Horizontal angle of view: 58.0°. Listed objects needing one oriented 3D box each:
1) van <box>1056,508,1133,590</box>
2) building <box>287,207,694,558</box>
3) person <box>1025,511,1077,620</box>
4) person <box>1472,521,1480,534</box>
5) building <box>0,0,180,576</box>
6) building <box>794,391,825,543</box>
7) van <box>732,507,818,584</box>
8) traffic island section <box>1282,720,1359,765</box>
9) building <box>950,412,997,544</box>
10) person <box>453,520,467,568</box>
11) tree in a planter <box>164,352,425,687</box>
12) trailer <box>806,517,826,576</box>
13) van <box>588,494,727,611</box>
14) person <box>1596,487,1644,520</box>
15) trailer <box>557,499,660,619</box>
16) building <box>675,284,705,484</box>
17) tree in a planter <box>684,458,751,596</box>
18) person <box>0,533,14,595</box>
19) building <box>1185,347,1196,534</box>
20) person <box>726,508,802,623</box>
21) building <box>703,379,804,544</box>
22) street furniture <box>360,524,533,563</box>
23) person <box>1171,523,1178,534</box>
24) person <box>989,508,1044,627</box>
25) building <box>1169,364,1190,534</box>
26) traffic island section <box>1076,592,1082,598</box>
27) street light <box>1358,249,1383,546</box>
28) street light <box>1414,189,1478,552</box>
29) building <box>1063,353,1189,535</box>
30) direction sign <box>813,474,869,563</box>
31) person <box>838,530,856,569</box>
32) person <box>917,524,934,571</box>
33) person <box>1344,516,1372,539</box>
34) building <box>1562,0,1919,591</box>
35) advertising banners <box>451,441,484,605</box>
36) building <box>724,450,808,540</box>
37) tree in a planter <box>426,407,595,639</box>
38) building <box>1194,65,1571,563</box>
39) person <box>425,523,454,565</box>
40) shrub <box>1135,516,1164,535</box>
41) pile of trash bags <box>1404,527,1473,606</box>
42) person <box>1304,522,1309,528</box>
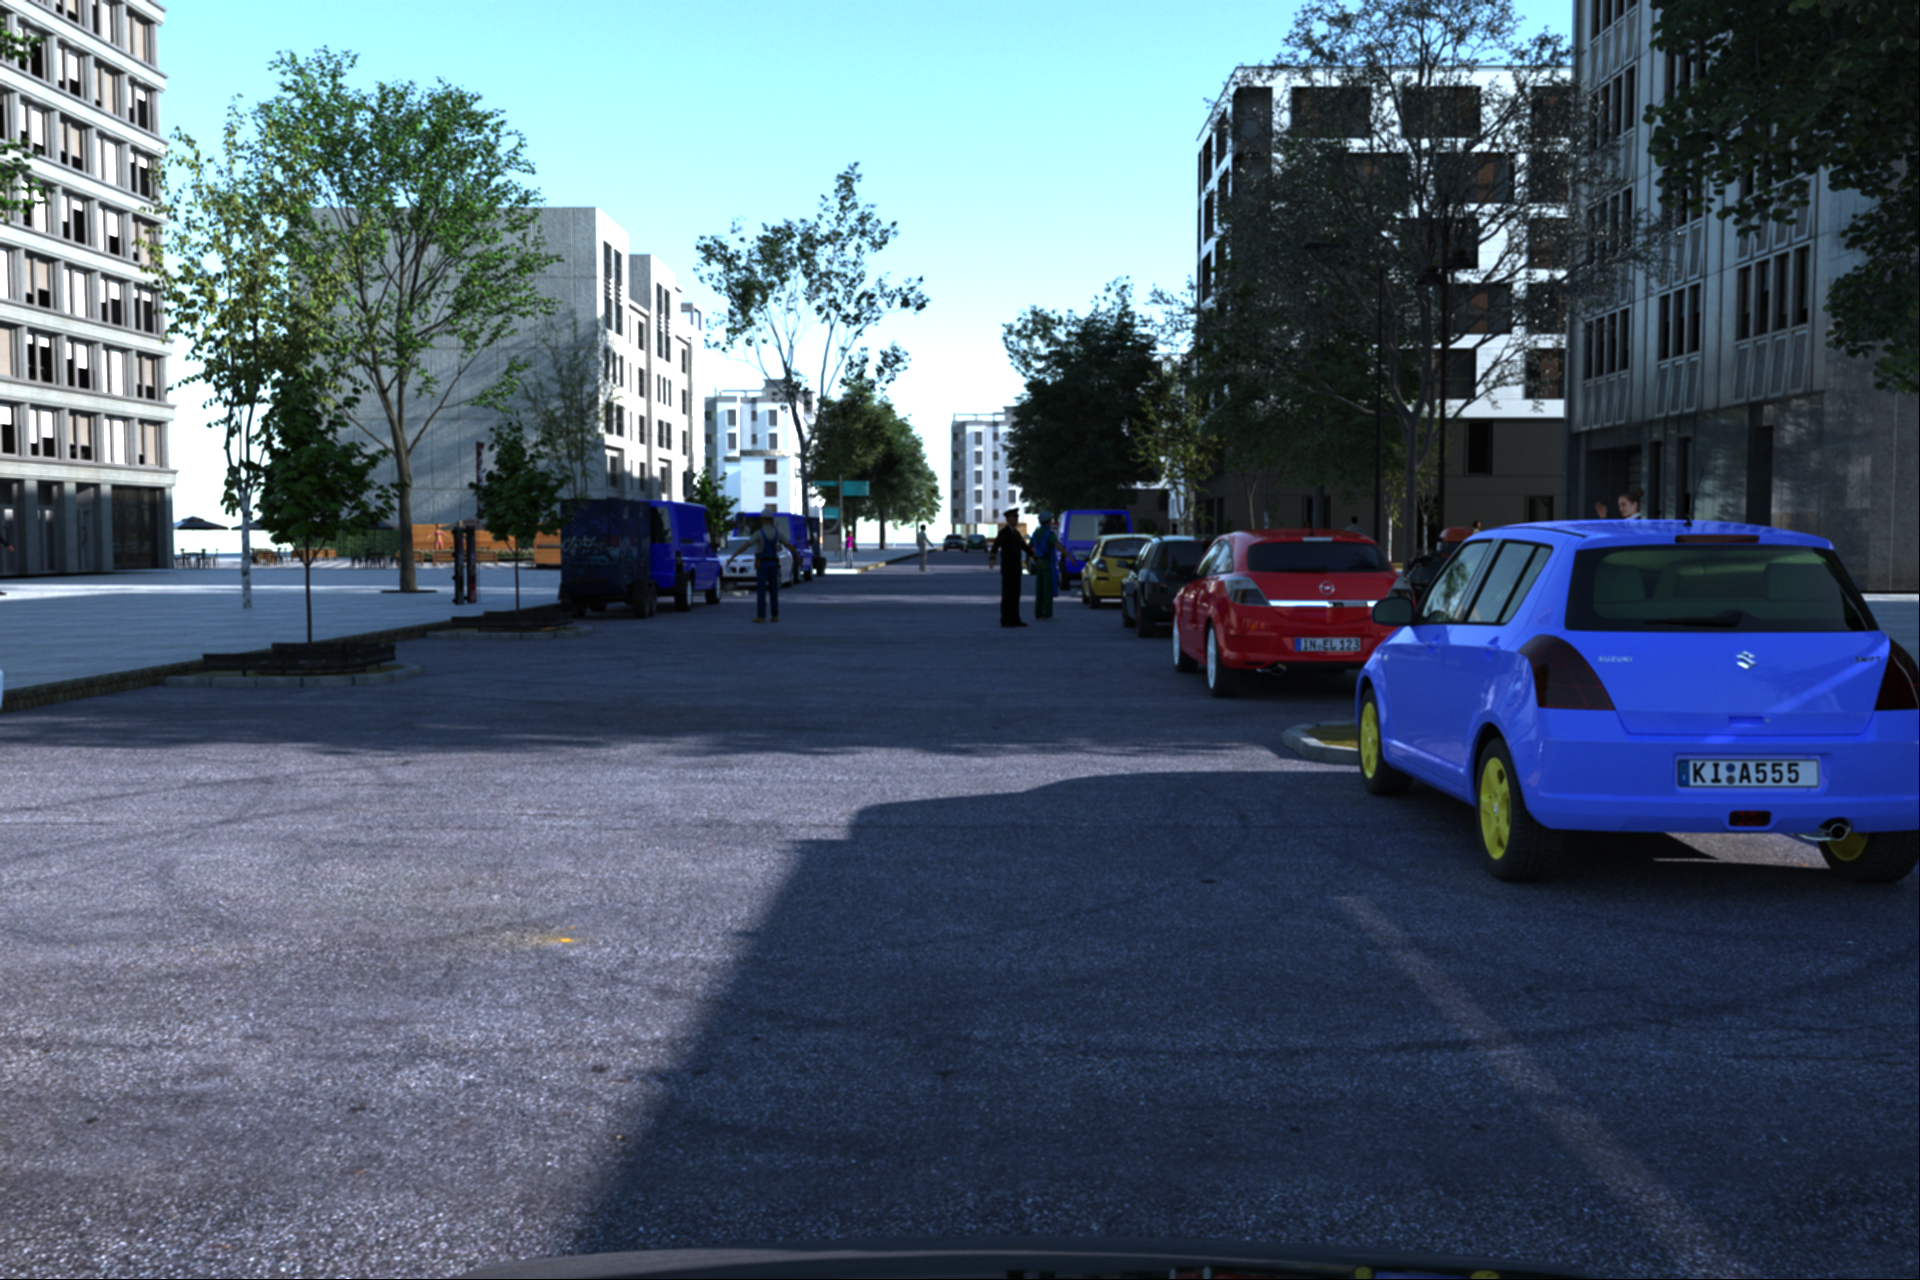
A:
[{"bbox_3d":[3.526,-2.552,46.108,2.240,2.365,5.245,0,4,1],"label":"van"},{"bbox_3d":[-27.817,-14.876,109.679,16.747,18.905,31.486,0,4,1],"label":"building"},{"bbox_3d":[1.449,-1.239,28.842,0.704,1.817,1.347,-2,4,-34],"label":"person"},{"bbox_3d":[17.990,-3.260,60.053,0.721,1.744,1.215,2,4,33],"label":"person"},{"bbox_3d":[-30.909,-12.476,50.651,8.464,21.280,15.925,0,4,1],"label":"building"},{"bbox_3d":[-24.139,-22.802,229.237,16.016,20.090,11.380,0,4,1],"label":"building"},{"bbox_3d":[-5.489,-2.873,51.352,2.240,2.365,5.245,0,4,1],"label":"van"},{"bbox_3d":[3.206,0.693,11.538,1.991,0.108,1.994,0,4,0],"label":"traffic island section"},{"bbox_3d":[-1.164,-24.510,259.609,11.380,20.090,16.016,0,4,5],"label":"building"},{"bbox_3d":[-18.896,-3.635,65.553,0.705,1.813,1.348,-3,5,-39],"label":"person"},{"bbox_3d":[-6.466,-1.217,17.121,1.991,3.239,1.994,0,4,1],"label":"tree in a planter"},{"bbox_3d":[-5.376,-3.139,58.374,1.471,1.999,3.904,0,4,1],"label":"trailer"},{"bbox_3d":[-5.897,-1.795,33.733,2.240,2.365,5.245,0,4,1],"label":"van"},{"bbox_3d":[6.268,-0.598,16.616,0.445,1.727,0.742,-2,4,-25],"label":"person"},{"bbox_3d":[-6.017,-1.339,28.948,1.471,1.999,3.904,0,4,1],"label":"trailer"},{"bbox_3d":[-26.494,-16.824,131.495,16.016,20.090,11.380,0,4,1],"label":"building"},{"bbox_3d":[-6.003,-2.668,40.840,1.991,3.239,1.994,0,4,2],"label":"tree in a planter"},{"bbox_3d":[-20.217,-1.846,36.226,0.704,1.823,1.345,0,4,-5],"label":"person"},{"bbox_3d":[28.440,-18.717,136.953,19.493,23.208,18.063,0,4,1],"label":"building"},{"bbox_3d":[-3.146,-1.213,28.151,1.347,1.847,0.705,-2,4,-31],"label":"person"},{"bbox_3d":[-25.373,-21.741,211.882,16.016,20.090,11.380,0,4,1],"label":"building"},{"bbox_3d":[-22.023,-4.514,80.651,11.010,1.723,9.812,-1,4,-20],"label":"street furniture"},{"bbox_3d":[10.729,-4.953,87.119,0.704,1.843,1.345,1,4,23],"label":"person"},{"bbox_3d":[0.819,-1.123,26.753,0.705,1.837,1.347,3,4,37],"label":"person"},{"bbox_3d":[28.135,-20.405,190.042,16.016,20.090,11.380,0,4,1],"label":"building"},{"bbox_3d":[3.663,-1.014,39.437,1.991,0.108,1.994,0,4,1],"label":"traffic island section"},{"bbox_3d":[7.215,-3.367,27.594,1.470,5.913,1.316,0,4,1],"label":"street light"},{"bbox_3d":[6.609,-3.115,23.722,0.468,5.910,1.993,0,4,1],"label":"street light"},{"bbox_3d":[26.373,-22.498,211.813,27.936,21.610,32.646,0,4,1],"label":"building"},{"bbox_3d":[-5.336,-5.469,78.173,2.525,3.948,1.411,0,4,0],"label":"direction sign"},{"bbox_3d":[-4.154,-3.350,64.035,0.599,1.433,0.991,3,4,37],"label":"person"},{"bbox_3d":[-1.398,-3.563,66.898,0.705,1.806,1.347,-2,4,-26],"label":"person"},{"bbox_3d":[11.816,-2.802,51.972,1.344,1.810,0.704,0,4,4],"label":"person"},{"bbox_3d":[25.605,-14.002,46.195,12.078,24.872,19.932,0,4,1],"label":"building"},{"bbox_3d":[-9.103,-2.201,32.179,0.090,3.025,2.074,0,4,1],"label":"advertising banners"},{"bbox_3d":[-20.908,-14.959,186.732,9.099,9.664,28.070,0,4,1],"label":"building"},{"bbox_3d":[-6.284,-1.668,24.496,1.991,3.239,1.994,0,4,1],"label":"tree in a planter"},{"bbox_3d":[26.202,-15.182,92.203,27.936,21.610,32.646,0,4,1],"label":"building"},{"bbox_3d":[-21.568,-3.970,71.712,1.217,1.733,0.721,-3,5,-39],"label":"person"},{"bbox_3d":[8.424,-4.511,77.802,1.661,2.075,1.752,0,3,0],"label":"shrub"},{"bbox_3d":[6.254,-0.669,20.697,1.912,1.369,3.447,0,4,1],"label":"pile of trash bags"},{"bbox_3d":[14.868,-4.158,74.210,0.704,1.802,1.346,3,5,41],"label":"person"}]
